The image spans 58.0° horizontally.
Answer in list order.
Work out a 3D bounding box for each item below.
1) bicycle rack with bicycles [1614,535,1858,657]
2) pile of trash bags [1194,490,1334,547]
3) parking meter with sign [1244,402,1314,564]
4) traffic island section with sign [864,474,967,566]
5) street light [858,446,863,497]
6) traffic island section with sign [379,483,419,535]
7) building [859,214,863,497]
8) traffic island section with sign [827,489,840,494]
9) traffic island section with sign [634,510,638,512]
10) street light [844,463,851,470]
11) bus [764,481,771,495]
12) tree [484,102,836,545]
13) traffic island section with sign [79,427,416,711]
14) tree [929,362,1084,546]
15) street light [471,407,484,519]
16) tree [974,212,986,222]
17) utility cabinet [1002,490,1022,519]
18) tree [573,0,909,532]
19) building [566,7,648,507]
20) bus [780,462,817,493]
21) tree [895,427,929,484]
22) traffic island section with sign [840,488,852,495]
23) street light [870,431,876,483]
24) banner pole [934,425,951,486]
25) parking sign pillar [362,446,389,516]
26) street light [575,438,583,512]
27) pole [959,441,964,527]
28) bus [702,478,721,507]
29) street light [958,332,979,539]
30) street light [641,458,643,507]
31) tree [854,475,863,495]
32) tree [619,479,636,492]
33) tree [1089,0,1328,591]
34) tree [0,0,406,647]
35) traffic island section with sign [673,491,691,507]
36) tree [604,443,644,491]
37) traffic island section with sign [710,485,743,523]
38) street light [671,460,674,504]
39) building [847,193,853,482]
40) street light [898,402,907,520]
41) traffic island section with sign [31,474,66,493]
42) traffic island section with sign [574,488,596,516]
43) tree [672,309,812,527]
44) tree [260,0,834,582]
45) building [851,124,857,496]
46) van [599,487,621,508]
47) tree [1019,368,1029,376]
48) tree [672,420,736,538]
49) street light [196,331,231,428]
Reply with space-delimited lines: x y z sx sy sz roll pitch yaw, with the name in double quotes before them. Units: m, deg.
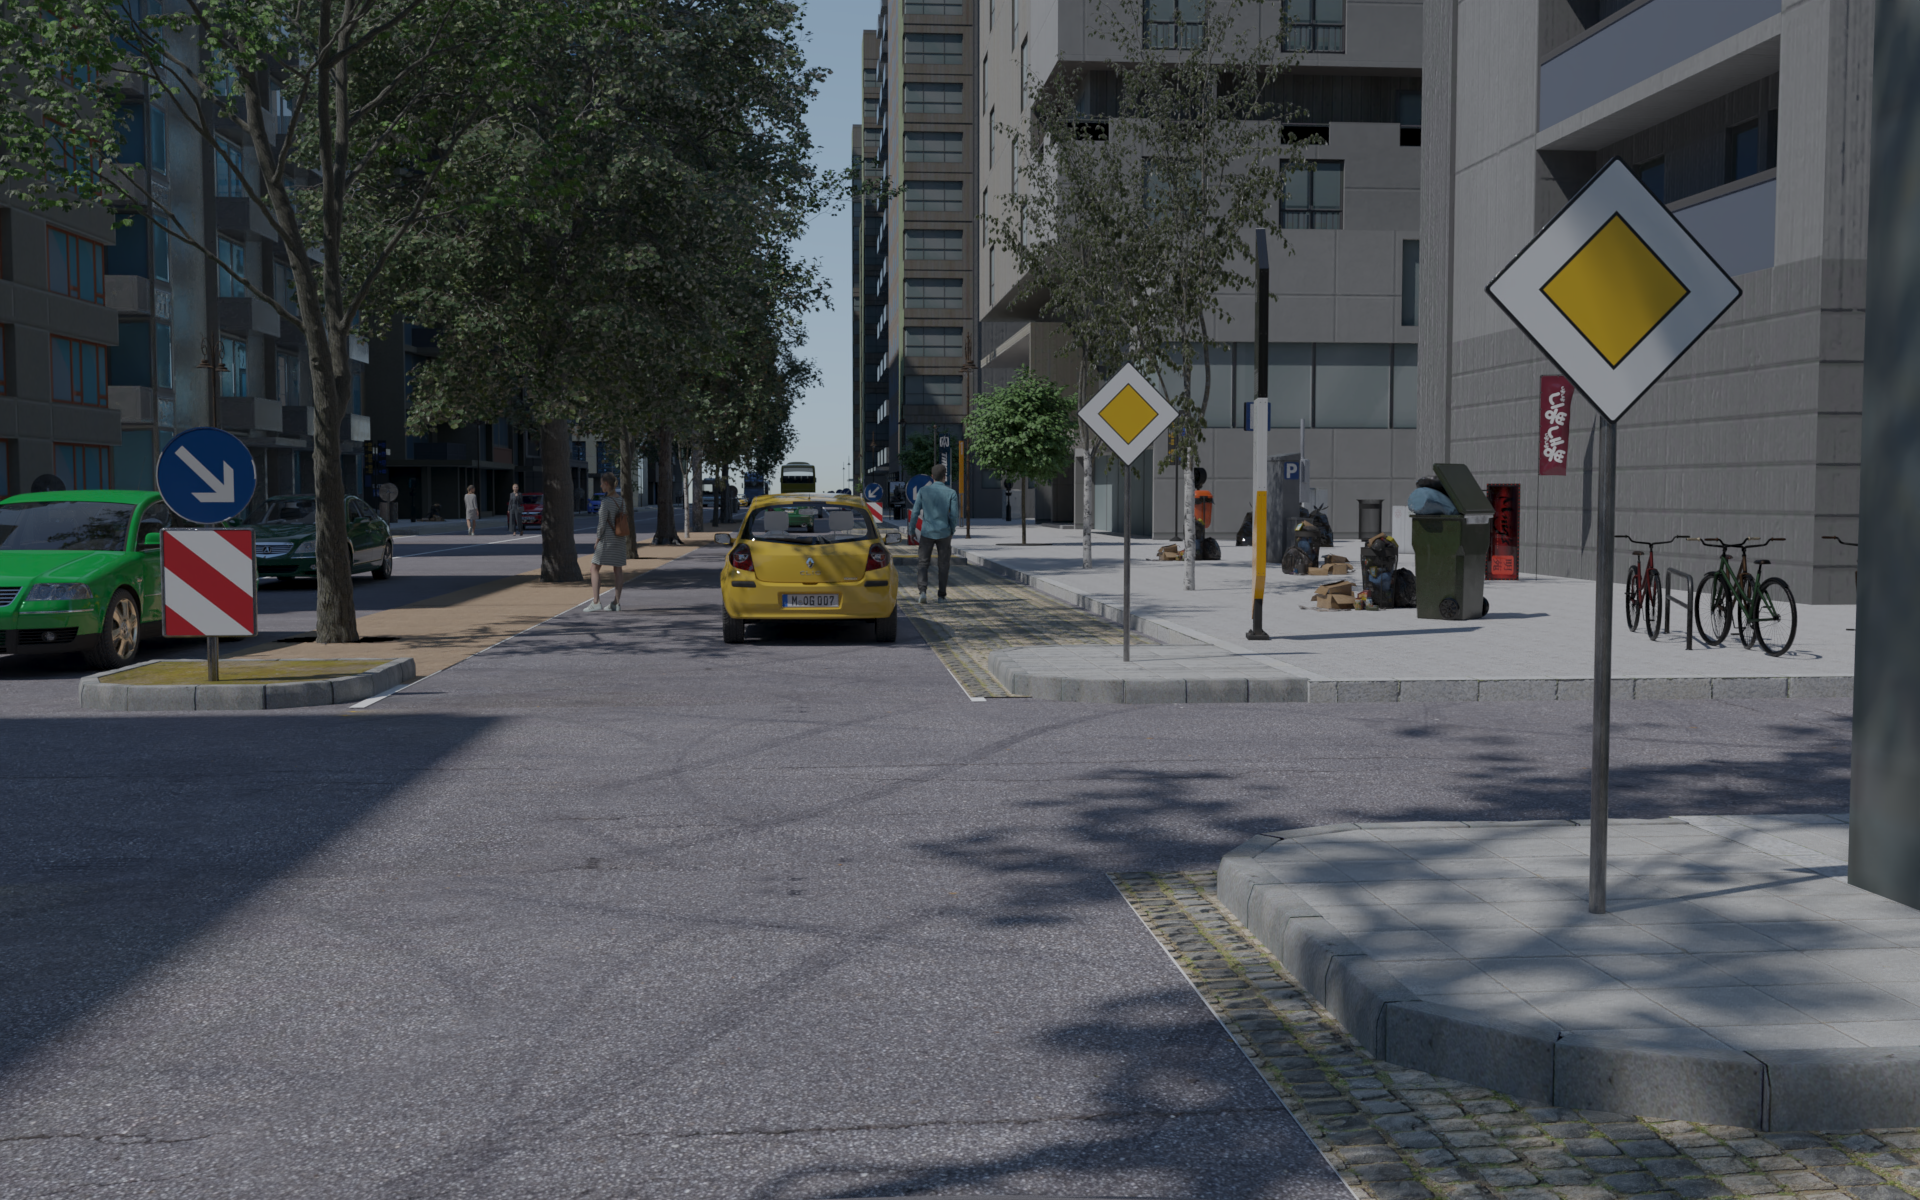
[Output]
"bicycle rack with bicycles" 6.918 -0.080 14.685 2.852 0.926 2.925 1 4 18
"pile of trash bags" 7.263 -1.984 42.187 3.447 1.369 1.912 0 4 -7
"parking meter with sign" 5.954 -2.196 32.164 0.543 3.016 1.738 -1 4 -22
"traffic island section with sign" -0.924 -1.638 35.413 1.989 1.847 2.006 0 4 -5
"street light" -9.438 -11.685 163.838 0.468 5.910 1.993 0 4 -5
"traffic island section with sign" -20.109 -3.186 60.726 1.989 1.847 2.006 0 4 -5
"building" -3.500 -25.042 181.142 14.160 30.474 14.107 0 4 -5
"traffic island section with sign" -9.803 -8.007 139.549 1.989 1.847 2.006 0 4 -5
"traffic island section with sign" -26.681 -7.909 137.941 1.989 1.847 2.006 0 4 -5
"street light" -13.353 -14.406 208.326 0.468 5.910 1.993 0 4 -5
"bus" -27.524 -14.924 238.863 2.948 3.499 13.247 0 4 -5
"tree" -8.298 -7.892 48.491 9.611 12.733 9.660 0 3 0
"traffic island section with sign" -5.156 -0.260 12.393 2.006 1.907 1.989 0 4 -5
"tree" 1.689 -3.647 43.341 4.285 4.588 4.351 0 3 0
"street light" -24.483 -7.049 88.041 0.468 5.910 1.993 0 4 -5
"tree" 2.429 -4.843 29.540 4.360 8.622 3.978 0 3 0
"utility cabinet" 2.616 -4.763 86.560 0.318 1.500 1.173 3 5 43
"tree" -8.598 -12.574 63.936 12.611 20.169 13.585 0 3 0
"building" -44.291 -53.240 183.147 22.319 86.520 31.000 0 4 -5
"bus" -12.247 -8.537 131.129 2.896 3.916 12.252 0 4 -5
"tree" -1.193 -5.741 77.586 4.285 4.588 4.351 0 3 0
"traffic island section with sign" -3.259 -3.317 62.854 1.989 1.847 2.006 0 4 -5
"street light" -6.317 -9.399 126.459 0.468 5.910 1.993 0 4 -5
"banner pole" -0.701 -4.456 62.879 0.863 3.779 0.401 2 4 31
"parking sign pillar" -28.840 -5.921 85.287 1.447 3.967 1.447 -3 5 -42
"street light" -27.679 -9.358 125.785 0.468 5.910 1.993 0 4 -5
"pole" 0.053 -4.453 66.650 0.158 3.312 0.155 0 3 0
"bus" -27.544 -12.070 192.211 2.948 3.499 13.247 0 4 -6
"street light" 0.233 -4.691 49.478 0.468 5.910 1.993 0 4 -5
"street light" -31.645 -12.174 171.829 0.468 5.910 1.993 0 4 -5
"tree" -9.659 -10.884 172.555 1.663 3.219 1.824 0 3 0
"tree" -32.572 -10.687 169.334 1.663 3.219 1.824 0 3 0
"tree" 2.817 -4.428 22.760 4.360 8.622 3.978 0 3 0
"tree" -6.120 -5.397 16.449 9.928 11.665 9.643 0 3 0
"traffic island section with sign" -31.446 -11.324 193.773 1.989 1.847 2.006 0 4 -5
"tree" -31.389 -13.010 163.074 4.737 8.622 4.395 0 3 0
"traffic island section with sign" -11.544 -4.839 87.261 2.006 1.907 1.989 0 4 -5
"street light" -34.766 -14.468 209.335 0.468 5.910 1.993 0 4 -5
"building" -3.190 -37.474 232.307 23.786 49.044 30.456 0 4 -5
"street light" -2.893 -6.977 86.857 0.468 5.910 1.993 0 4 -5
"traffic island section with sign" -17.796 -1.517 33.428 1.989 1.847 2.006 0 4 -5
"traffic island section with sign" -24.403 -6.266 111.082 1.989 1.847 2.006 0 4 -5
"tree" -10.621 -8.421 74.550 8.767 10.594 7.601 0 4 -5
"tree" -6.488 -7.255 27.729 9.857 13.997 8.962 0 3 0
"building" -5.161 -31.286 195.120 14.154 41.232 14.086 0 4 -5
"van" -21.062 -6.067 106.201 2.013 2.044 4.112 0 4 -5
"tree" 4.306 -7.814 78.114 4.737 8.622 4.395 0 3 0
"tree" -8.811 -6.291 55.670 4.360 8.622 3.978 0 3 0
"street light" -21.155 -4.674 49.203 0.468 5.910 1.993 0 4 -5
